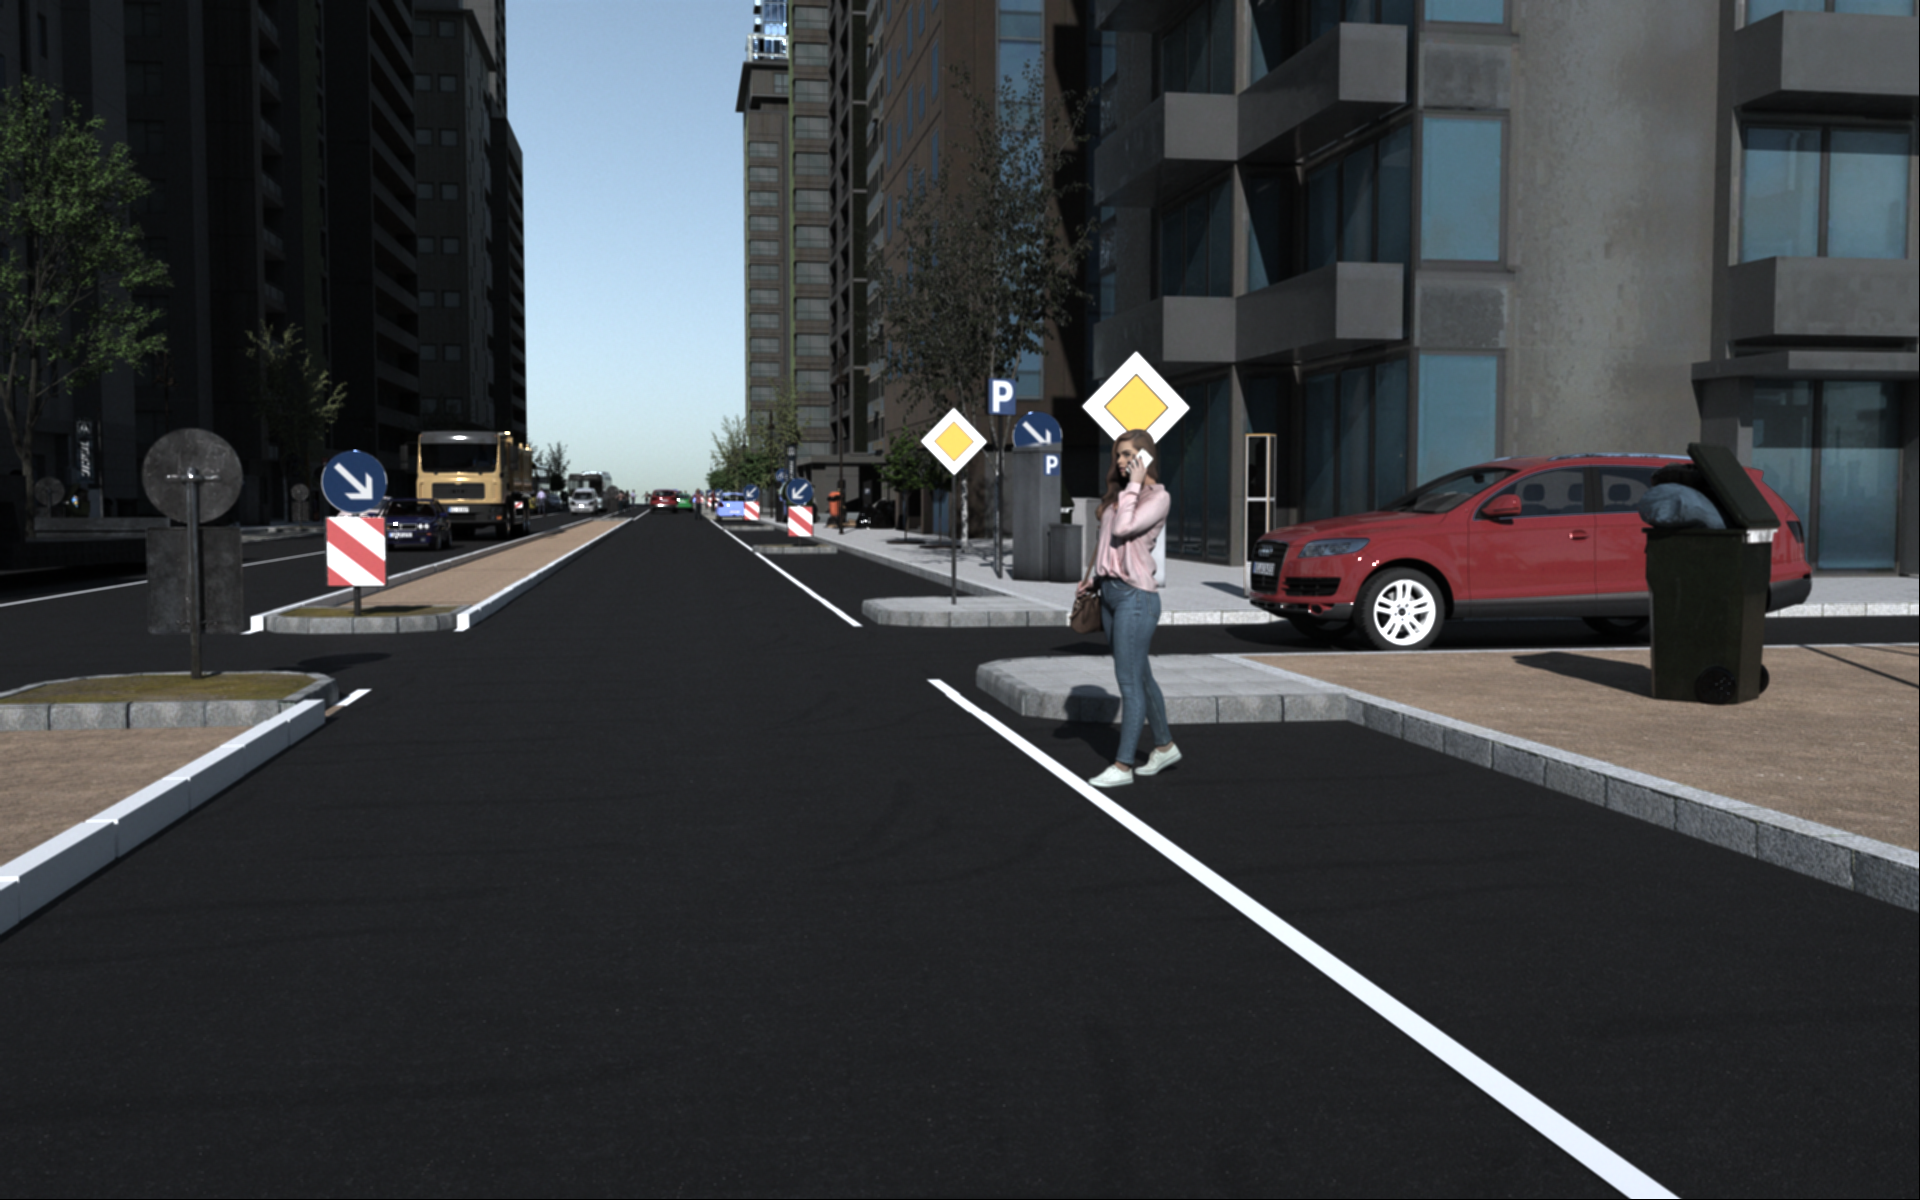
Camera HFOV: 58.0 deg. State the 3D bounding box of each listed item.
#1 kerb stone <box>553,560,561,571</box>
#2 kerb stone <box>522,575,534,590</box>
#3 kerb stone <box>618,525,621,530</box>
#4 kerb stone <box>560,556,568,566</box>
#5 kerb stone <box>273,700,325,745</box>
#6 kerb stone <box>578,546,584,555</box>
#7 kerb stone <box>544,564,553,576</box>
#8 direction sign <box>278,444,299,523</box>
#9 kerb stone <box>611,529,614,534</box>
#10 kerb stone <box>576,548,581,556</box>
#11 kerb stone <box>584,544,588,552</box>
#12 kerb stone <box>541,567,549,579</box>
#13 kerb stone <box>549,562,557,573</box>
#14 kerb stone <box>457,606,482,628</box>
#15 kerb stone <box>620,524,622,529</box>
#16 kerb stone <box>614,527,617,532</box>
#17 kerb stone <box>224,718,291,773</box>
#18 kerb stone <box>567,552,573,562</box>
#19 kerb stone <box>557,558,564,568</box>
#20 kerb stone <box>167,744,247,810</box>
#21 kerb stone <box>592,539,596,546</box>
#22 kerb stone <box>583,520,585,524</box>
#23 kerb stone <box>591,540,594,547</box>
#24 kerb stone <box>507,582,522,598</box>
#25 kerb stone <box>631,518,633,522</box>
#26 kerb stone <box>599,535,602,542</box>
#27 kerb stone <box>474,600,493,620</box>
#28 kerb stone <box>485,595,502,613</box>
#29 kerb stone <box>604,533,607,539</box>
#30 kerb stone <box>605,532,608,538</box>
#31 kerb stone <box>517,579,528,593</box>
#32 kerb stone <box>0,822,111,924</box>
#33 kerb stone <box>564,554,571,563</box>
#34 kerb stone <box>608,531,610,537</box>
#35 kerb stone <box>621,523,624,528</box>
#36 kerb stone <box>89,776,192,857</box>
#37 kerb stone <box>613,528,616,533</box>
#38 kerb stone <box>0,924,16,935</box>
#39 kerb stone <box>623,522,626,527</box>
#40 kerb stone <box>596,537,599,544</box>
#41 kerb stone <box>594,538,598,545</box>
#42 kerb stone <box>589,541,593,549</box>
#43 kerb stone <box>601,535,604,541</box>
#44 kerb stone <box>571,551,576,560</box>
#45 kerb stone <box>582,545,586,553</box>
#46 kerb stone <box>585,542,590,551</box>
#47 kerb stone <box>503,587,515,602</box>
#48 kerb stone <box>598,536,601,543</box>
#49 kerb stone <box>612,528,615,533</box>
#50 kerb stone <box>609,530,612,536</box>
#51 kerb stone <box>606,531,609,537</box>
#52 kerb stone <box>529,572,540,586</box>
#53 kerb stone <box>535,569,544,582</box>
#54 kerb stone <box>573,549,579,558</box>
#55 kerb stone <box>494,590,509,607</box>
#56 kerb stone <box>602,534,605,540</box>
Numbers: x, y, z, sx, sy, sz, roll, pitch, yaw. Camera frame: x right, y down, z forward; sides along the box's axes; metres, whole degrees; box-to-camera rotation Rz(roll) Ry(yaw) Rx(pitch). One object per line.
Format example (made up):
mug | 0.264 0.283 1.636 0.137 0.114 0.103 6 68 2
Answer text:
kerb stone | -7.547 -0.606 32.110 0.120 0.150 1.000 -1 4 -9
kerb stone | -6.545 -0.236 26.056 0.120 0.150 1.000 -1 4 -9
kerb stone | -13.210 -2.707 66.505 0.120 0.150 1.000 -1 4 -9
kerb stone | -7.877 -0.730 34.127 0.120 0.150 1.000 -1 4 -9
kerb stone | -3.954 0.728 10.341 0.120 0.150 1.000 -1 4 -9
kerb stone | -8.878 -1.101 40.198 0.120 0.150 1.000 -1 4 -9
kerb stone | -7.209 -0.482 30.094 0.120 0.150 1.000 -1 4 -9
direction sign | -30.221 -5.262 78.031 0.876 3.537 0.379 -2 4 -31
kerb stone | -12.046 -2.276 59.425 0.120 0.150 1.000 -1 4 -9
kerb stone | -8.711 -1.039 39.186 0.120 0.150 1.000 -1 4 -9
kerb stone | -9.210 -1.222 42.215 0.120 0.150 1.000 -1 4 -9
kerb stone | -7.045 -0.419 29.083 0.120 0.150 1.000 -1 4 -9
kerb stone | -7.380 -0.538 31.102 0.120 0.150 1.000 -1 4 -9
kerb stone | -5.387 0.201 18.988 0.120 0.150 1.000 -1 4 -9
kerb stone | -13.548 -2.834 68.532 0.120 0.150 1.000 -1 4 -9
kerb stone | -12.545 -2.462 62.455 0.120 0.150 1.000 -1 4 -9
kerb stone | -3.792 0.787 9.329 0.120 0.150 1.000 -1 4 -9
kerb stone | -8.214 -0.853 36.145 0.120 0.150 1.000 -1 4 -9
kerb stone | -7.717 -0.668 33.117 0.120 0.150 1.000 -1 4 -9
kerb stone | -3.622 0.849 8.317 0.120 0.150 1.000 -1 4 -9
kerb stone | -9.880 -1.471 46.270 0.120 0.150 1.000 -1 4 -9
kerb stone | -17.613 -3.554 80.307 0.120 0.150 1.000 -1 4 -9
kerb stone | -9.714 -1.410 45.253 0.120 0.150 1.000 -1 4 -9
kerb stone | -6.220 -0.112 24.038 0.120 0.150 1.000 -1 4 -9
kerb stone | -16.217 -3.819 84.726 0.120 0.150 1.000 -1 4 -9
kerb stone | -10.547 -1.714 50.316 0.120 0.150 1.000 -1 4 -9
kerb stone | -5.544 0.134 20.002 0.120 0.150 1.000 -1 4 -9
kerb stone | -5.704 0.072 21.012 0.120 0.150 1.000 -1 4 -9
kerb stone | -11.044 -1.901 53.349 0.120 0.150 1.000 -1 4 -9
kerb stone | -11.221 -1.967 54.355 0.120 0.150 1.000 -1 4 -9
kerb stone | -6.385 -0.174 25.046 0.120 0.150 1.000 -1 4 -9
kerb stone | -3.295 0.973 6.292 0.120 0.150 1.000 -1 4 -9
kerb stone | -8.044 -0.792 35.137 0.120 0.150 1.000 -1 4 -9
kerb stone | -11.541 -2.090 56.374 0.120 0.150 1.000 -1 4 -9
kerb stone | -13.887 -2.958 70.559 0.120 0.150 1.000 -1 4 -9
kerb stone | -3.457 0.911 7.308 0.120 0.150 1.000 -1 4 -9
kerb stone | -12.379 -2.401 61.446 0.120 0.150 1.000 -1 4 -9
kerb stone | -3.124 1.041 5.284 0.120 0.150 1.000 -1 4 -9
kerb stone | -14.393 -3.143 73.589 0.120 0.150 1.000 -1 4 -9
kerb stone | -10.211 -1.595 48.288 0.120 0.150 1.000 -1 4 -9
kerb stone | -10.044 -1.534 47.280 0.120 0.150 1.000 -1 4 -9
kerb stone | -9.537 -1.348 44.239 0.120 0.150 1.000 -1 4 -9
kerb stone | -10.715 -1.782 51.331 0.120 0.150 1.000 -1 4 -9
kerb stone | -8.375 -0.915 37.156 0.120 0.150 1.000 -1 4 -9
kerb stone | -9.046 -1.160 41.206 0.120 0.150 1.000 -1 4 -9
kerb stone | -9.379 -1.286 43.223 0.120 0.150 1.000 -1 4 -9
kerb stone | -6.053 -0.044 23.030 0.120 0.150 1.000 -1 4 -9
kerb stone | -10.375 -1.657 49.308 0.120 0.150 1.000 -1 4 -9
kerb stone | -12.215 -2.338 60.434 0.120 0.150 1.000 -1 4 -9
kerb stone | -11.709 -2.153 57.391 0.120 0.150 1.000 -1 4 -9
kerb stone | -11.372 -2.027 55.367 0.120 0.150 1.000 -1 4 -9
kerb stone | -6.705 -0.295 27.067 0.120 0.150 1.000 -1 4 -9
kerb stone | -6.884 -0.359 28.073 0.120 0.150 1.000 -1 4 -9
kerb stone | -8.546 -0.977 38.169 0.120 0.150 1.000 -1 4 -9
kerb stone | -5.876 0.011 22.019 0.120 0.150 1.000 -1 4 -9
kerb stone | -10.876 -1.844 52.341 0.120 0.150 1.000 -1 4 -9
